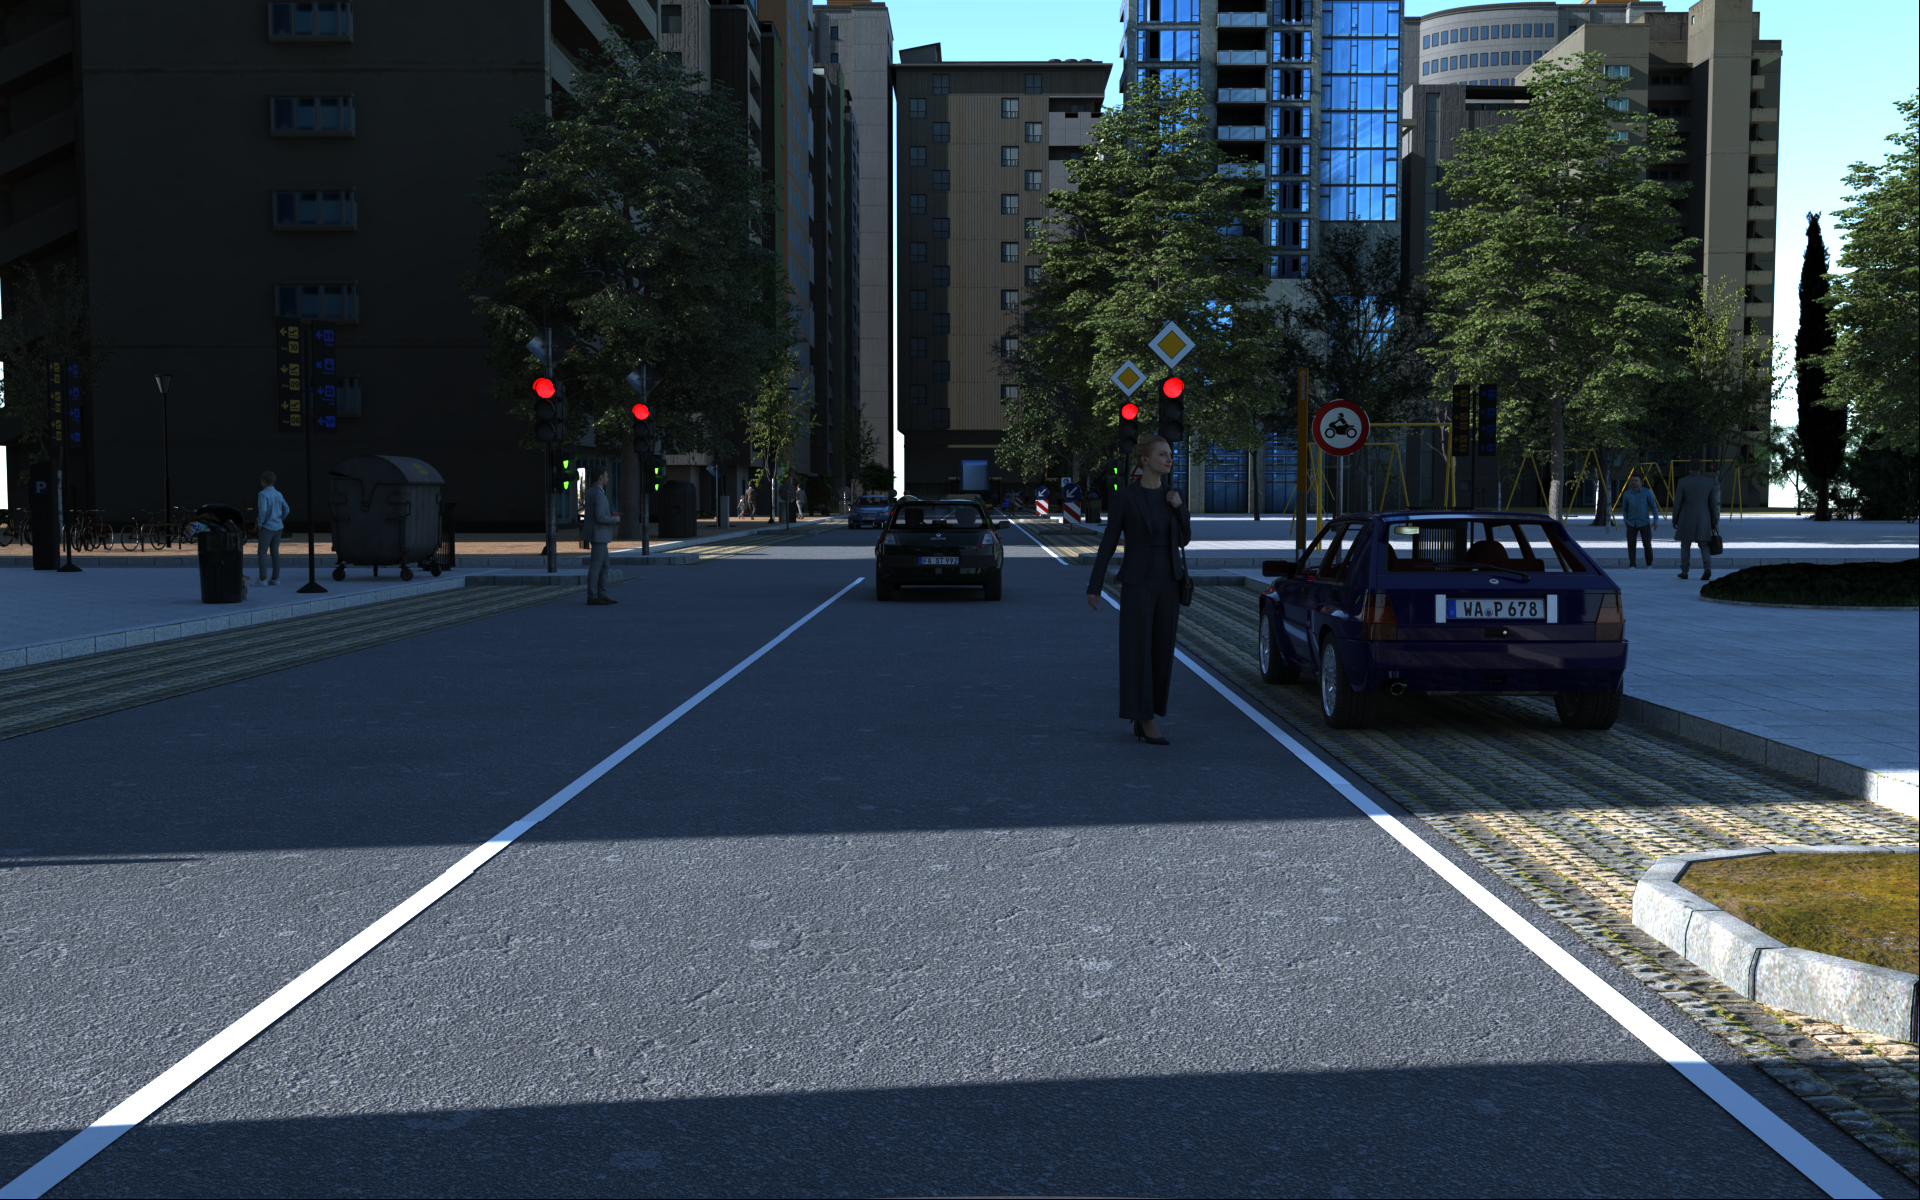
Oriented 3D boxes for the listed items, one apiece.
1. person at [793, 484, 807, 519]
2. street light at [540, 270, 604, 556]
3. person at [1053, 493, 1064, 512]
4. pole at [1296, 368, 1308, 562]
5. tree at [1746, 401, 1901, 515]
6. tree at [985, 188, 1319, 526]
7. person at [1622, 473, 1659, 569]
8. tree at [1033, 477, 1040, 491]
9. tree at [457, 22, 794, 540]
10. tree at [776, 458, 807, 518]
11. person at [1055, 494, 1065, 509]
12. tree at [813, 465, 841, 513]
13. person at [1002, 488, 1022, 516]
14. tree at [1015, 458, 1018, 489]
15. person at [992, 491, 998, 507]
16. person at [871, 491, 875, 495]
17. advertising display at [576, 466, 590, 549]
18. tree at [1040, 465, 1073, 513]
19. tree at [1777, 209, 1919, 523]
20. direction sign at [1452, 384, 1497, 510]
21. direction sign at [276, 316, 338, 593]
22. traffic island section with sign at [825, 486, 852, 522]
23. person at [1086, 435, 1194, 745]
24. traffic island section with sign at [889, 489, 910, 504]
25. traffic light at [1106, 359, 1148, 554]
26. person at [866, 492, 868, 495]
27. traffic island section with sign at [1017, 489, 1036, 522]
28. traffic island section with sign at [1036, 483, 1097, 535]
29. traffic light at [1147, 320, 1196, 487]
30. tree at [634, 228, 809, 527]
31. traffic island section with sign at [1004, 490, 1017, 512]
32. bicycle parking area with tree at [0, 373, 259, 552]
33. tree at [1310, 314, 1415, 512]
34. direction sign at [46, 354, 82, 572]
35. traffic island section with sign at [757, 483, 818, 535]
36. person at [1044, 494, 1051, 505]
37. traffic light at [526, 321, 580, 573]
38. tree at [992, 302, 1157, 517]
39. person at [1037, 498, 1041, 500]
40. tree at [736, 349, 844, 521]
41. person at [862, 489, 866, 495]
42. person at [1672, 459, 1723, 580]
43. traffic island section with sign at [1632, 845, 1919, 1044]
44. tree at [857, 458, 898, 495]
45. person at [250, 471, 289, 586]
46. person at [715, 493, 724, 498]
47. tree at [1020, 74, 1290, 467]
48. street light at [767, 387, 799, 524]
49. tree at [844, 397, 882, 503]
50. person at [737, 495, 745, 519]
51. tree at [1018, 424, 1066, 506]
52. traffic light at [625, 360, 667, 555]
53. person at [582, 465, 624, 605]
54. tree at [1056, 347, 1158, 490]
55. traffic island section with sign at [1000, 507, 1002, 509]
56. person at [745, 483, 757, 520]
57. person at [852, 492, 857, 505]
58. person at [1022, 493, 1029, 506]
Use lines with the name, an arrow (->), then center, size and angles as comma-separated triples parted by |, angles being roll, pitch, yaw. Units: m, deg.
person -> -8.170, -5.021, 88.406 | 0.678, 1.792, 0.850 | -3, 4, -38
street light -> -8.079, -3.888, 36.112 | 1.470, 5.913, 1.316 | 0, 4, 1
person -> 7.216, -7.324, 126.577 | 0.721, 1.735, 1.217 | 3, 5, 43
pole -> 5.551, -2.096, 28.106 | 0.158, 3.312, 0.155 | 0, 3, 0
tree -> 56.746, -8.348, 99.401 | 20.602, 7.101, 11.467 | 1, 4, 15
tree -> 6.086, -9.754, 69.841 | 12.009, 13.543, 11.850 | 0, 3, 0
person -> 12.453, -1.417, 31.684 | 0.660, 1.820, 0.620 | 2, 4, 34
tree -> 7.926, -10.544, 166.991 | 1.663, 3.219, 1.824 | 0, 3, 0
tree -> -9.362, -8.700, 48.906 | 9.857, 13.997, 8.962 | 0, 3, 0
tree -> -9.019, -6.005, 92.779 | 1.663, 3.219, 1.824 | 0, 3, 0
person -> 8.690, -8.566, 146.097 | 1.348, 1.824, 0.705 | 0, 4, 7
tree -> -9.072, -7.417, 115.868 | 1.663, 3.219, 1.824 | 0, 3, 0
person -> 3.362, -6.360, 112.490 | 1.348, 1.824, 0.705 | 0, 4, -2
tree -> 7.130, -14.119, 181.200 | 4.737, 8.622, 4.395 | 0, 3, 0
person -> 3.787, -10.960, 187.786 | 0.705, 1.814, 1.350 | -2, 4, -26
person -> -9.361, -11.088, 187.323 | 0.705, 1.826, 1.348 | 1, 4, 20
advertising display -> -8.795, -2.158, 40.489 | 0.123, 1.923, 0.974 | -2, 4, -24
tree -> 6.752, -7.420, 115.916 | 1.663, 3.219, 1.824 | 0, 3, 0
tree -> 43.841, -10.770, 77.904 | 13.155, 14.587, 18.604 | -2, 4, -26
direction sign -> 10.600, -2.677, 35.766 | 0.876, 3.537, 0.379 | 2, 4, 23
direction sign -> -8.445, -1.864, 22.474 | 0.379, 3.537, 0.876 | 2, 4, 32
traffic island section with sign -> -5.775, -4.848, 87.894 | 1.989, 1.847, 2.006 | 0, 4, 1
person -> 1.055, -0.069, 10.042 | 0.576, 1.772, 0.534 | -3, 5, -40
traffic island section with sign -> -5.264, -7.929, 138.272 | 1.989, 1.847, 2.006 | 0, 4, 1
traffic light -> 3.484, -2.887, 36.121 | 0.839, 4.253, 0.868 | 0, 4, 1
person -> -9.506, -10.288, 174.255 | 0.705, 1.823, 1.348 | -3, 5, -42
traffic island section with sign -> 4.048, -4.870, 88.253 | 1.989, 1.847, 2.006 | 0, 4, 1
traffic island section with sign -> 3.785, -3.199, 60.925 | 1.989, 1.847, 2.006 | 0, 4, 1
traffic light -> 3.404, -2.399, 28.137 | 0.839, 4.253, 0.868 | 0, 4, 1
tree -> -9.507, -8.673, 67.554 | 9.928, 11.665, 9.643 | 0, 3, 0
traffic island section with sign -> 4.541, -7.912, 137.984 | 1.989, 1.847, 2.006 | 0, 4, 1
bicycle parking area with tree -> -21.595, -3.320, 41.287 | 8.231, 4.147, 9.016 | 1, 4, 15
tree -> 16.381, -7.289, 69.540 | 4.737, 8.622, 4.395 | 0, 3, 0
direction sign -> -14.735, -2.236, 28.551 | 0.379, 3.537, 0.876 | 0, 4, 3
traffic island section with sign -> -6.044, -3.200, 60.940 | 1.989, 1.847, 2.006 | 0, 4, 1
person -> 6.972, -8.032, 138.094 | 0.721, 1.736, 1.217 | -2, 4, -25
traffic light -> -6.657, -2.404, 28.221 | 0.839, 4.253, 0.868 | 0, 4, 1
tree -> 6.511, -10.929, 95.690 | 9.611, 12.733, 9.660 | 0, 3, 0
person -> 6.719, -8.576, 146.925 | 0.621, 1.740, 0.551 | 2, 4, 25
tree -> -8.877, -8.117, 83.082 | 4.737, 8.622, 4.395 | 0, 3, 0
person -> -8.915, -9.347, 159.600 | 0.721, 1.736, 1.217 | -1, 4, -11
person -> 11.041, -1.214, 25.987 | 0.694, 1.812, 0.767 | 0, 4, 8
traffic island section with sign -> 3.217, 0.206, 5.255 | 1.989, 1.847, 2.006 | 0, 4, 1
tree -> -7.857, -10.461, 154.755 | 4.285, 4.588, 4.351 | 0, 3, 0
person -> -9.692, -1.007, 24.320 | 0.330, 1.601, 0.589 | 2, 4, 27
person -> -9.691, -3.896, 70.086 | 0.374, 1.781, 0.599 | 1, 4, 21
tree -> 5.219, -7.936, 47.885 | 7.486, 12.596, 7.792 | 0, 3, 0
street light -> -7.685, -6.287, 75.331 | 1.470, 5.913, 1.316 | 0, 4, 1
tree -> -7.962, -11.043, 130.912 | 4.737, 8.622, 4.395 | 0, 3, 0
person -> -11.125, -4.726, 88.329 | 0.382, 1.210, 0.505 | 1, 4, 11
tree -> 7.985, -12.654, 157.251 | 4.737, 8.622, 4.395 | 0, 3, 0
traffic light -> -6.577, -2.892, 36.206 | 0.839, 4.253, 0.868 | 0, 4, 1
person -> -4.588, -0.838, 22.408 | 0.583, 1.804, 0.606 | -2, 4, -29
tree -> 6.164, -7.964, 80.567 | 4.360, 8.622, 3.978 | 0, 3, 0
traffic island section with sign -> 4.814, -9.560, 164.938 | 1.989, 1.847, 2.006 | 0, 4, 1
person -> -10.415, -4.914, 86.356 | 0.622, 1.834, 0.822 | 1, 4, 9
person -> -11.400, -11.086, 187.851 | 0.434, 1.755, 0.990 | 1, 4, 23
person -> 6.739, -10.378, 178.950 | 0.697, 1.427, 0.421 | 1, 4, 13
